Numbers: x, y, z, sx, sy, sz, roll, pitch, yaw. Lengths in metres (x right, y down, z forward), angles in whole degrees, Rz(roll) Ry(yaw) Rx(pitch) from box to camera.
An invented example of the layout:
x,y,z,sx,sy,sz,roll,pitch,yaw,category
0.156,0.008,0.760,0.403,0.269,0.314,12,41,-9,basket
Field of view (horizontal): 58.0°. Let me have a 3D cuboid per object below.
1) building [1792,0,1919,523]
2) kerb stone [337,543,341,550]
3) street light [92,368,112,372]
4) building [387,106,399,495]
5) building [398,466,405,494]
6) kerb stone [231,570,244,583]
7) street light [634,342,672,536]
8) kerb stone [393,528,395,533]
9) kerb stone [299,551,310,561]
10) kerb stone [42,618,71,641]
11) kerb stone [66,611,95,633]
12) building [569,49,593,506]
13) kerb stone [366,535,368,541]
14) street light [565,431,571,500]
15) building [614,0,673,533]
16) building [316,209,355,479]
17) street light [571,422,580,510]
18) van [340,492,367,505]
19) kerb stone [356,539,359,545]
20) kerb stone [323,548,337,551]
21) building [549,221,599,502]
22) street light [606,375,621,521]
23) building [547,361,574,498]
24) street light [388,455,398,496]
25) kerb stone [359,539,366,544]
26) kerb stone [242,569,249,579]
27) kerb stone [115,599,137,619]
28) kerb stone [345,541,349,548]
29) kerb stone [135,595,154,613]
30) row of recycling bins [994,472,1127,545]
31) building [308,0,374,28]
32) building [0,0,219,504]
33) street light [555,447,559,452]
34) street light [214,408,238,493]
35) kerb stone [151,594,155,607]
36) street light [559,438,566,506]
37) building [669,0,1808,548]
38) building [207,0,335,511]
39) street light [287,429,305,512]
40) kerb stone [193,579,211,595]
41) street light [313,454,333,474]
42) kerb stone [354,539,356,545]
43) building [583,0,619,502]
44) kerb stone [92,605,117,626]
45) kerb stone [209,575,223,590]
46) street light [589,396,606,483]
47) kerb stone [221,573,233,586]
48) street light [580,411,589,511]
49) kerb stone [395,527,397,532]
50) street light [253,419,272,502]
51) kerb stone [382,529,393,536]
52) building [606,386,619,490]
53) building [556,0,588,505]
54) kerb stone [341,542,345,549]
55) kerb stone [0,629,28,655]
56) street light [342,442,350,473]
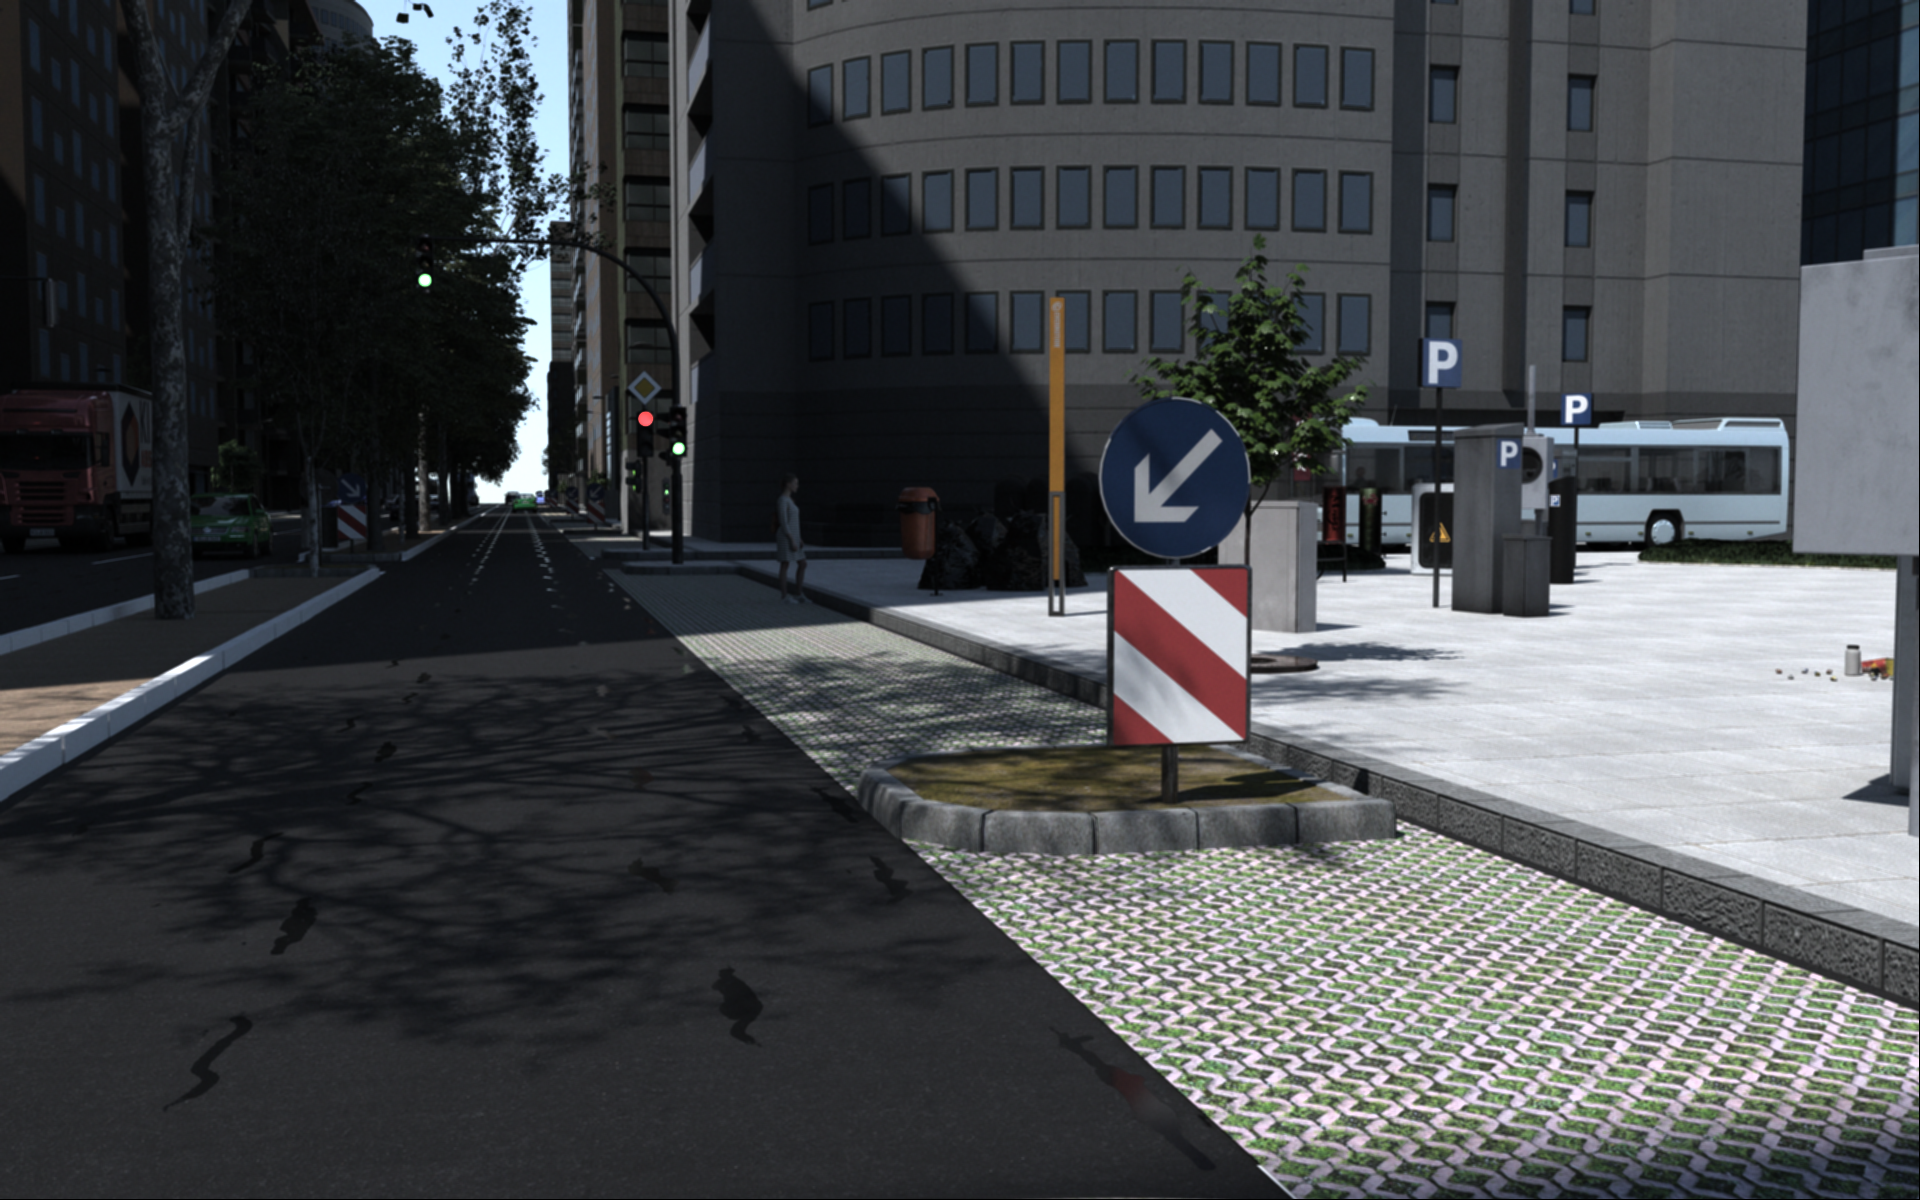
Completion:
x,y,z,sx,sy,sz,roll,pitch,yaw,category
35.253,-24.826,56.014,14.200,45.320,14.600,-1,4,-14,building
-15.711,-1.301,43.473,0.120,0.150,1.000,-1,4,-14,kerb stone
-32.022,-5.594,63.995,1.470,5.913,1.316,-1,4,-14,street light
-86.153,-41.911,227.243,21.231,58.520,28.212,-1,4,-14,building
-87.231,-29.271,250.277,14.160,30.474,14.107,-1,4,-14,building
-11.782,-0.357,28.040,0.120,0.150,1.000,-1,4,-14,kerb stone
-9.288,-4.940,53.315,1.470,5.913,1.316,-1,4,-14,street light
-20.519,-2.455,62.344,0.120,0.150,1.000,-1,4,-14,kerb stone
-14.197,-0.935,37.516,0.120,0.150,1.000,-1,4,-14,kerb stone
-9.003,0.315,17.108,0.120,0.150,1.000,-1,4,-14,kerb stone
-9.251,0.251,18.099,0.120,0.150,1.000,-1,4,-14,kerb stone
-27.170,-33.915,174.111,23.786,49.044,30.456,-1,4,-14,building
-17.737,-1.781,51.413,0.120,0.150,1.000,-1,4,-14,kerb stone
-28.182,-9.508,128.001,1.470,5.913,1.316,-1,4,-14,street light
-6.790,-18.219,69.586,14.160,30.474,14.107,-1,4,-14,building
-67.246,-24.287,168.791,14.160,30.474,14.107,-1,4,-14,building
-24.108,-8.516,111.781,1.470,5.913,1.316,-1,4,-14,street light
-42.381,-7.171,121.636,2.240,2.365,5.245,-1,4,-15,van
-16.976,-1.603,48.427,0.120,0.150,1.000,-1,4,-14,kerb stone
-15.462,-1.237,42.481,0.120,0.150,1.000,-1,4,-14,kerb stone
-54.591,-35.367,261.848,14.154,41.232,14.086,-1,4,-14,building
-12.943,-5.826,67.804,1.470,5.913,1.316,-1,4,-14,street light
-43.392,-24.327,242.783,27.650,21.520,28.899,-1,4,-14,building
-71.666,-15.092,219.290,1.470,5.913,1.316,-1,4,-14,street light
-17.481,-1.723,50.417,0.120,0.150,1.000,-1,4,-14,kerb stone
-12.037,-0.416,29.031,0.120,0.150,1.000,-1,4,-14,kerb stone
-9.748,0.129,20.090,0.120,0.150,1.000,-1,4,-14,kerb stone
-16.217,-1.422,45.456,0.120,0.150,1.000,-1,4,-14,kerb stone
-10.015,0.073,21.085,0.120,0.150,1.000,-1,4,-14,kerb stone
2.080,-1.555,32.543,3.534,1.692,1.069,3,5,39,row of recycling bins
-78.498,-40.248,200.056,21.231,58.520,28.212,-1,4,-14,building
-43.978,-26.384,81.490,14.600,45.320,14.200,-1,4,-14,building
-35.763,-11.316,157.557,1.470,5.913,1.316,-1,4,-14,street light
-39.475,-7.371,93.057,1.470,5.913,1.316,-1,4,-14,street light
-10.265,0.008,22.083,0.120,0.150,1.000,-1,4,-14,kerb stone
-31.987,-10.392,142.452,1.470,5.913,1.316,-1,4,-14,street light
6.184,-31.158,51.427,28.212,58.520,21.231,-1,4,-14,building
-65.685,-30.068,146.230,22.147,44.769,28.867,-1,4,-14,building
-47.379,-9.240,123.614,1.470,5.913,1.316,-1,4,-14,street light
-11.025,-0.174,25.064,0.120,0.150,1.000,-1,4,-14,kerb stone
-50.988,-10.127,138.115,1.470,5.913,1.316,-1,4,-14,street light
-16.725,-1.544,47.436,0.120,0.150,1.000,-1,4,-14,kerb stone
-25.407,-30.658,151.363,14.600,45.320,14.200,-1,4,-14,building
-9.501,0.189,19.098,0.120,0.150,1.000,-1,4,-14,kerb stone
-11.276,-0.236,26.055,0.120,0.150,1.000,-1,4,-14,kerb stone
-16.748,-6.725,82.492,1.470,5.913,1.316,-1,4,-14,street light
-11.537,-0.297,27.044,0.120,0.150,1.000,-1,4,-14,kerb stone
-20.352,-7.612,96.994,1.470,5.913,1.316,-1,4,-14,street light
-20.772,-2.506,63.341,0.120,0.150,1.000,-1,4,-14,kerb stone
-43.662,-8.355,109.141,1.470,5.913,1.316,-1,4,-14,street light
-20.268,-2.393,61.352,0.120,0.150,1.000,-1,4,-14,kerb stone
-8.548,-48.087,98.896,22.319,86.520,31.000,-1,4,-14,building
-40.254,-47.604,216.569,20.563,71.187,20.611,-1,4,-14,building
-15.964,-1.358,44.463,0.120,0.150,1.000,-1,4,-14,kerb stone
-8.744,0.372,16.106,0.120,0.150,1.000,-1,4,-14,kerb stone
-54.721,-11.016,152.657,1.470,5.913,1.316,-1,4,-14,street light
